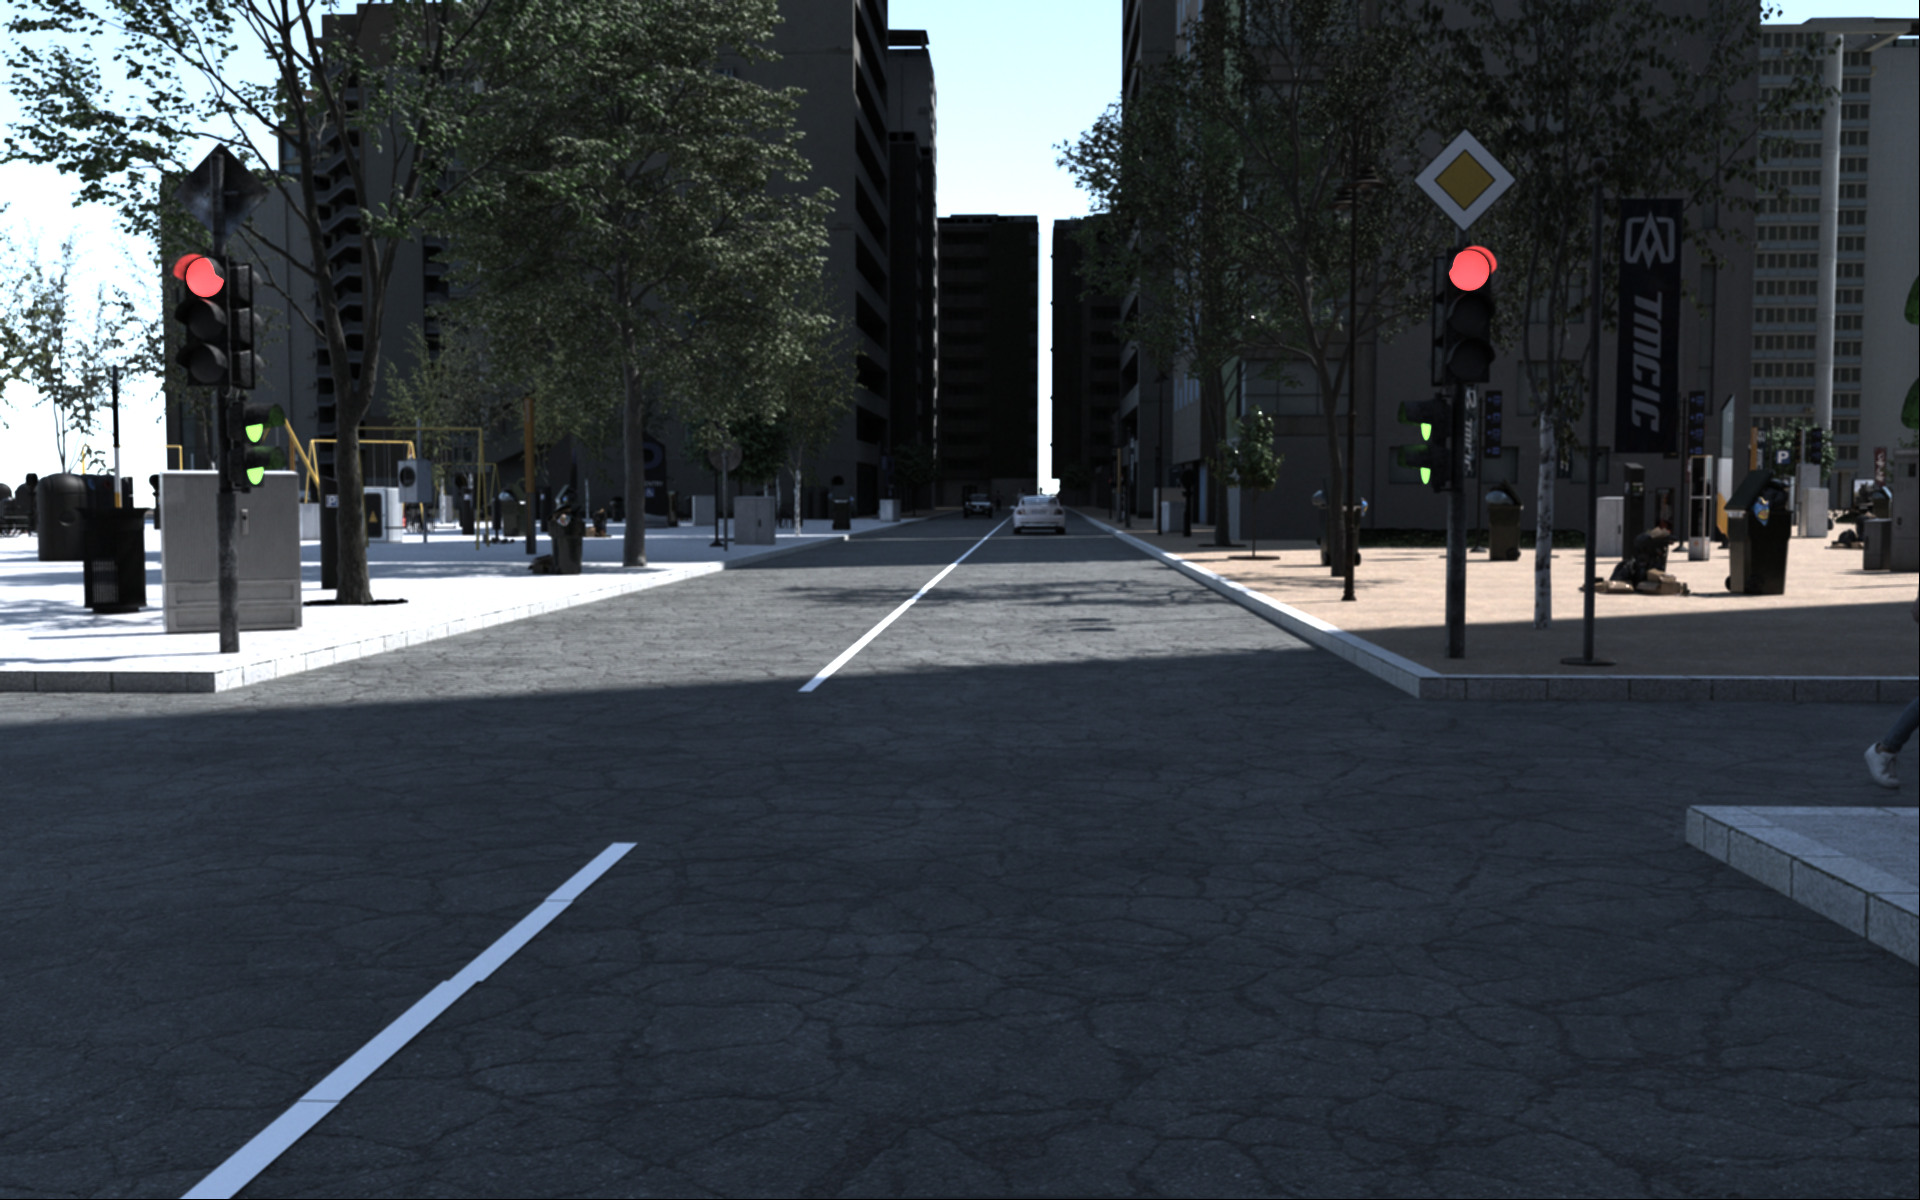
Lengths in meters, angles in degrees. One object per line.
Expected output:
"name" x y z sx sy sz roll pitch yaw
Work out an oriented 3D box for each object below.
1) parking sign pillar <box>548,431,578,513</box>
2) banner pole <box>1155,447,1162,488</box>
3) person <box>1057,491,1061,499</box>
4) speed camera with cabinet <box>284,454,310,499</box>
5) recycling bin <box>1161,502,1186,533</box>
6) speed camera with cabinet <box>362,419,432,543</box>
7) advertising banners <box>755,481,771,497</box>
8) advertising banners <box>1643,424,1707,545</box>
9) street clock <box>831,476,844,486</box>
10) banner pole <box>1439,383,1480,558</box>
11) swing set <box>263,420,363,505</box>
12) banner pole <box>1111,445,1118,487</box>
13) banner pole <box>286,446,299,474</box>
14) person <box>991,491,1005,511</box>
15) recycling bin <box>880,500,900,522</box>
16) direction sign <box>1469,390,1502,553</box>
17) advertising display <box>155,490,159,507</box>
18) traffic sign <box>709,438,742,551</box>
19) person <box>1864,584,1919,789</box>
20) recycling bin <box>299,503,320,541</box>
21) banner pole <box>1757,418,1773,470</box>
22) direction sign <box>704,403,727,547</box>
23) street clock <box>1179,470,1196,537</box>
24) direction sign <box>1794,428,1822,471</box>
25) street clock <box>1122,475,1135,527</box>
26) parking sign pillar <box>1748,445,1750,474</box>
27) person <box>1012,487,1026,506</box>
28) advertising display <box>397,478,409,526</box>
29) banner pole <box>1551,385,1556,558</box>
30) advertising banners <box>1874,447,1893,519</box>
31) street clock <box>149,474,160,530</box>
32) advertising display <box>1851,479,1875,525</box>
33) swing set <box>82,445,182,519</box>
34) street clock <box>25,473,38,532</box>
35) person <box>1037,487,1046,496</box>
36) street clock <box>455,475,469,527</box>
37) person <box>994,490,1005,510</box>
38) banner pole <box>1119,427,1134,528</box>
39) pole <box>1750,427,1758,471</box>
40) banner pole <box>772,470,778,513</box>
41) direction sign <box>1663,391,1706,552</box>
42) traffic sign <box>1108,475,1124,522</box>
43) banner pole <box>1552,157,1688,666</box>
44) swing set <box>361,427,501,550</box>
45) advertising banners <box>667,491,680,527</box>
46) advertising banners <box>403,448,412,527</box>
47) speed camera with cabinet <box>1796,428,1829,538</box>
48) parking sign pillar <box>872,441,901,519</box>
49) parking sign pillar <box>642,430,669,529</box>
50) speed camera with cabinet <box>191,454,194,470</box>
"parking sign pillar" -17.098 -5.264 74.534 1.447 3.967 1.447 2 4 32
"banner pole" 9.311 -5.570 81.082 0.401 3.779 0.863 2 4 30
"person" 9.213 -9.306 161.329 0.621 1.740 0.551 -1 4 -9
"speed camera with cabinet" -32.946 -5.597 85.845 2.038 3.252 0.660 3 5 43
"recycling bin" 7.143 -2.779 57.997 0.722 1.027 0.722 -1 4 -20
"speed camera with cabinet" -14.902 -3.144 45.739 2.038 3.252 0.660 2 4 28
"advertising banners" -9.649 -5.450 85.299 0.090 3.025 2.074 1 4 16
"advertising banners" 17.847 -2.917 43.880 0.090 3.025 2.074 -3 5 -45
"street clock" -4.809 -3.872 67.869 0.471 2.002 0.358 -2 4 -25
"banner pole" 10.025 -2.733 34.708 0.401 3.779 0.863 -3 4 -37
"swing set" -13.339 -2.220 33.910 2.862 2.851 3.119 -1 4 -21
"banner pole" 7.087 -5.402 78.343 0.401 3.779 0.863 3 5 43
"banner pole" -34.882 -6.141 90.427 0.863 3.779 0.401 1 4 10
"person" 3.163 -8.314 145.142 1.217 1.736 0.721 -1 4 -12
"recycling bin" -3.211 -4.102 79.616 0.722 1.027 0.722 2 4 28
"direction sign" 11.416 -2.817 38.047 0.876 3.537 0.379 1 4 19
"advertising display" -35.379 -4.407 77.261 0.974 1.923 0.123 -2 4 -29
"traffic sign" -5.278 -2.377 38.964 0.768 2.556 0.104 0 4 6
"person" 4.716 0.050 8.363 0.598 1.740 0.731 3 5 39
"recycling bin" -17.919 -2.162 47.896 0.722 1.027 0.722 -3 4 -36
"banner pole" 26.636 -4.123 57.421 0.863 3.779 0.401 -1 4 -9
"direction sign" -5.949 -3.075 42.266 0.379 3.537 0.876 -3 5 -45
"street clock" 6.822 -2.899 51.970 0.471 2.002 0.358 -1 4 -14
"direction sign" 29.124 -4.131 59.537 0.379 3.537 0.876 -3 5 -45
"street clock" 6.543 -3.840 67.362 0.471 2.002 0.358 0 4 8
"parking sign pillar" 35.126 -5.454 77.646 1.447 3.967 1.447 0 4 -4
"person" 2.789 -4.511 82.615 0.716 1.782 0.532 3 5 40
"advertising display" -22.287 -3.919 69.287 0.123 1.923 0.974 0 4 2
"banner pole" 12.151 -2.759 35.123 0.863 3.779 0.401 -2 4 -29
"advertising banners" 34.545 -4.131 63.724 0.090 3.025 2.074 -2 4 -28
"street clock" -28.884 -3.531 62.297 0.358 2.002 0.471 2 4 34
"advertising display" 37.979 -4.137 72.850 0.974 1.923 0.123 0 4 -7
"swing set" -26.566 -3.533 55.378 3.119 2.851 2.862 -2 4 -23
"street clock" -31.542 -3.323 58.904 0.358 2.002 0.471 0 4 -4
"person" 3.690 -4.030 75.056 0.731 1.740 0.598 -3 5 -40
"street clock" -19.330 -3.833 67.241 0.471 2.002 0.358 0 4 5
"person" 3.243 -8.405 146.650 1.217 1.736 0.721 -1 4 -9
"banner pole" 6.382 -4.568 64.704 0.401 3.779 0.863 -1 4 -12
"pole" 24.212 -3.612 52.891 0.158 3.312 0.155 0 3 0
"banner pole" -9.340 -5.960 87.460 0.401 3.779 0.863 1 4 18
"direction sign" 15.981 -2.831 38.284 0.876 3.537 0.379 3 5 43
"traffic sign" 7.333 -4.942 80.803 0.884 2.594 0.081 1 4 11
"banner pole" 4.981 -1.404 12.977 0.863 3.779 0.401 0 4 2
"swing set" -12.557 -2.633 40.672 3.119 2.851 2.862 -1 4 -10
"advertising banners" -11.805 -4.343 67.200 2.074 3.025 0.090 1 4 21
"advertising banners" -20.847 -4.196 64.788 0.090 3.025 2.074 0 4 6
"speed camera with cabinet" 25.404 -3.502 51.601 0.660 3.252 2.038 1 4 17
"parking sign pillar" -3.773 -6.134 88.755 1.447 3.967 1.447 1 4 21
"parking sign pillar" -11.677 -4.678 64.962 1.447 3.967 1.447 -1 4 -17
"speed camera with cabinet" -36.970 -5.562 85.282 2.038 3.252 0.660 -1 4 -12
